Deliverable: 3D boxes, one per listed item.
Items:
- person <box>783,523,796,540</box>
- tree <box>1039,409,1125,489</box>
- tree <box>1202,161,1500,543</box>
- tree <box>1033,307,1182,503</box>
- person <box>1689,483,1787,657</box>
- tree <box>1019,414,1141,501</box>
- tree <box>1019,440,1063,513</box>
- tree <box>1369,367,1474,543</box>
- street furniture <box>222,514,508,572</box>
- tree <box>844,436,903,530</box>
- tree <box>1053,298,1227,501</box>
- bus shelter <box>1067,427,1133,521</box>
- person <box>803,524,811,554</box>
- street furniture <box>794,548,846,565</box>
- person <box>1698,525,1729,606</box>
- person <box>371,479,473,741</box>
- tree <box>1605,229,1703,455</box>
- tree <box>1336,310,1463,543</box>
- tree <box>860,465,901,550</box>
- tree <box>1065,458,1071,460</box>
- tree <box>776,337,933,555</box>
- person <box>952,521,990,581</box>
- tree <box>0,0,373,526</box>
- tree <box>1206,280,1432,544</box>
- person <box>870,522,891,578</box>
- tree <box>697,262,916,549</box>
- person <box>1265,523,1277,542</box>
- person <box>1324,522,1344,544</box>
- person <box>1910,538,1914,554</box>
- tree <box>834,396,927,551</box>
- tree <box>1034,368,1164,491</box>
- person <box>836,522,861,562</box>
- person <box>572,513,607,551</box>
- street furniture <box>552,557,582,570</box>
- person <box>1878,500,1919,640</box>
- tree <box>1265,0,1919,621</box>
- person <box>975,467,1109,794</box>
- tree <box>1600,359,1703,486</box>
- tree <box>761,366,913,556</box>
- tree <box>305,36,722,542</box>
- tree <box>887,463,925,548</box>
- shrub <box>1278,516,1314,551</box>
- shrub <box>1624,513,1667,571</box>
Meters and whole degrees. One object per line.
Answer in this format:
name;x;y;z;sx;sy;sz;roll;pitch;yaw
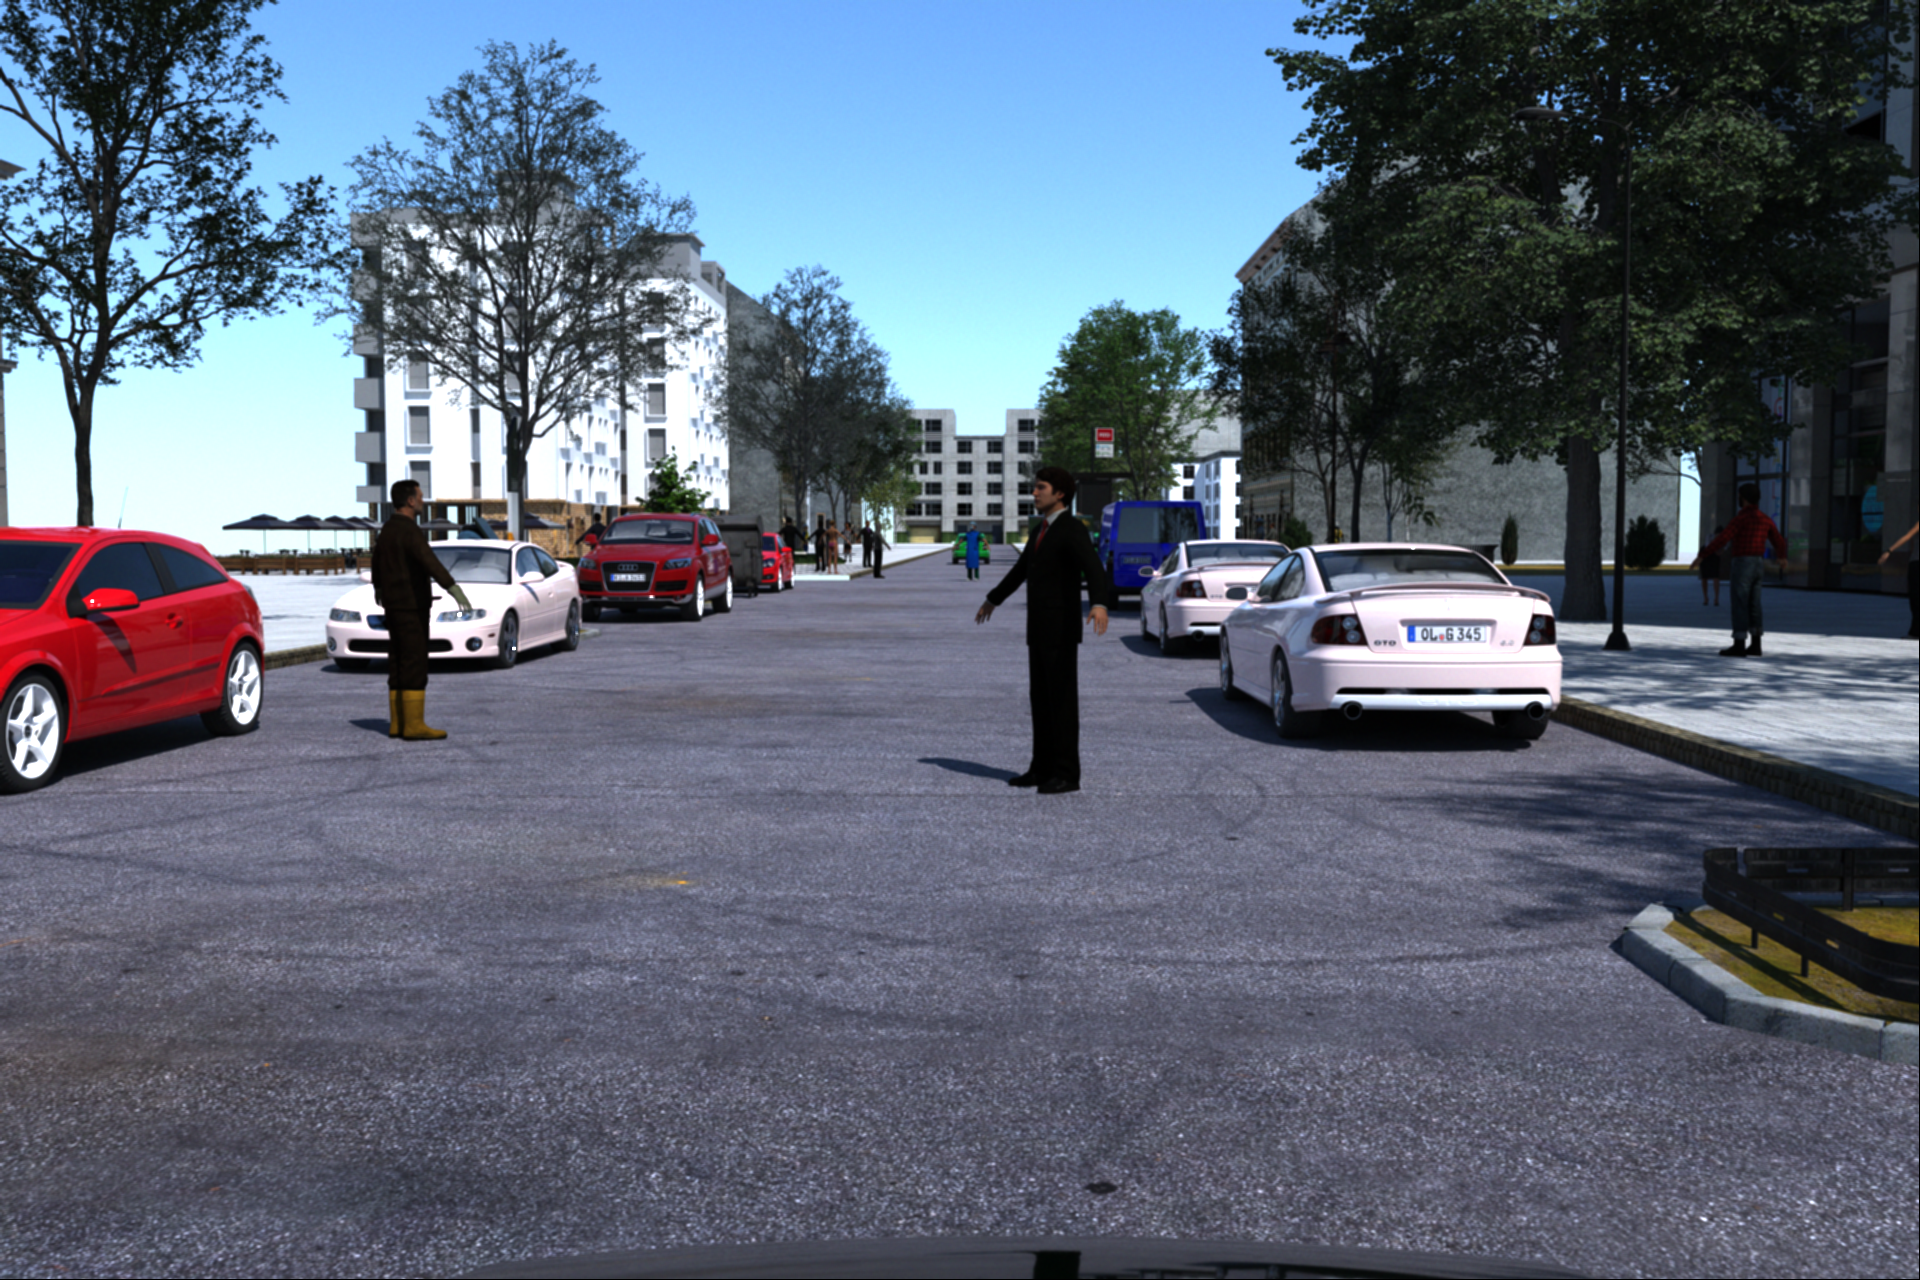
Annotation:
person;-8.527;-5.095;89.090;1.354;1.856;0.705;-3;5;-44
tree;8.603;-11.312;119.358;7.601;10.594;8.767;-3;5;-39
tree;9.733;-6.648;43.102;8.767;10.594;7.601;2;4;29
tree;7.313;-10.337;87.133;7.486;12.596;7.792;0;3;0
person;8.235;-0.738;18.180;1.345;1.816;0.704;-2;4;-24
tree;9.844;-14.095;140.816;12.009;13.543;11.850;0;3;0
tree;9.862;-13.679;158.069;8.767;10.594;7.601;-3;4;-38
tree;18.728;-7.494;72.888;4.360;8.622;3.978;0;3;0
street furniture;-26.797;-4.095;71.988;14.083;1.986;27.439;0;4;8
tree;-6.318;-10.433;120.948;4.737;8.622;4.395;0;3;0
tree;7.931;-9.175;75.762;9.928;11.665;9.643;0;3;0
bus shelter;4.751;-5.206;62.751;2.179;5.291;8.768;0;4;-1
person;-7.370;-4.724;83.698;0.721;1.772;1.216;0;4;7
street furniture;-9.879;-3.499;72.834;10.072;0.657;5.734;-2;4;-25
person;13.467;-1.330;30.972;0.628;1.438;0.799;-1;4;-23
person;-3.831;-0.215;12.114;0.704;1.812;1.346;-3;5;-43
tree;23.852;-7.850;54.101;9.928;11.665;9.643;0;3;0
tree;13.909;-6.409;55.147;4.737;8.622;4.395;0;3;0
tree;-6.409;-11.808;143.427;4.737;8.622;4.395;0;3;0
tree;8.992;-10.902;128.613;4.737;8.622;4.395;0;3;0
tree;-6.935;-12.010;106.728;12.009;13.543;11.850;0;3;0
person;0.376;-2.711;52.915;1.347;1.817;0.704;2;4;31
tree;-11.541;-5.364;22.107;8.767;10.594;7.601;1;4;13
tree;13.504;-7.880;63.255;8.767;10.594;7.601;-1;4;-18
person;-2.641;-2.924;56.394;0.705;1.813;1.348;-2;4;-28
tree;-7.239;-10.259;78.097;12.009;13.543;11.850;0;3;0
person;14.793;-4.645;82.219;0.705;1.796;1.348;2;4;34
person;17.680;-4.636;81.564;1.354;1.858;0.705;-3;5;-39
person;17.494;-1.555;31.206;1.343;1.855;0.704;-2;4;-29
tree;-6.307;-12.564;131.170;9.928;11.665;9.643;0;3;0
tree;8.456;-10.921;104.317;9.928;11.665;9.643;0;3;0
person;-5.140;-4.462;79.092;1.345;1.843;0.704;1;4;17
person;-9.235;-2.326;44.077;1.345;1.823;0.704;-3;5;-42
street furniture;-11.792;-2.793;61.295;10.072;0.657;5.734;-2;4;-26
person;11.662;-0.872;21.070;1.217;1.737;0.721;-1;4;-21
tree;9.388;-7.266;25.448;9.857;13.997;8.962;0;3;0
person;0.498;-0.066;9.722;0.705;1.806;1.347;-2;4;-28
tree;28.996;-8.129;67.315;8.767;10.594;7.601;-2;4;-26
tree;-6.725;-9.780;94.318;8.767;10.594;7.601;0;4;-3
tree;-10.920;-8.103;42.851;12.009;13.543;11.850;0;3;0
tree;-5.555;-12.477;154.365;4.737;8.622;4.395;0;3;0
shrub;14.157;-4.227;73.148;1.661;2.075;1.752;0;3;0
shrub;23.867;-3.430;60.495;1.690;2.028;1.600;0;3;0
